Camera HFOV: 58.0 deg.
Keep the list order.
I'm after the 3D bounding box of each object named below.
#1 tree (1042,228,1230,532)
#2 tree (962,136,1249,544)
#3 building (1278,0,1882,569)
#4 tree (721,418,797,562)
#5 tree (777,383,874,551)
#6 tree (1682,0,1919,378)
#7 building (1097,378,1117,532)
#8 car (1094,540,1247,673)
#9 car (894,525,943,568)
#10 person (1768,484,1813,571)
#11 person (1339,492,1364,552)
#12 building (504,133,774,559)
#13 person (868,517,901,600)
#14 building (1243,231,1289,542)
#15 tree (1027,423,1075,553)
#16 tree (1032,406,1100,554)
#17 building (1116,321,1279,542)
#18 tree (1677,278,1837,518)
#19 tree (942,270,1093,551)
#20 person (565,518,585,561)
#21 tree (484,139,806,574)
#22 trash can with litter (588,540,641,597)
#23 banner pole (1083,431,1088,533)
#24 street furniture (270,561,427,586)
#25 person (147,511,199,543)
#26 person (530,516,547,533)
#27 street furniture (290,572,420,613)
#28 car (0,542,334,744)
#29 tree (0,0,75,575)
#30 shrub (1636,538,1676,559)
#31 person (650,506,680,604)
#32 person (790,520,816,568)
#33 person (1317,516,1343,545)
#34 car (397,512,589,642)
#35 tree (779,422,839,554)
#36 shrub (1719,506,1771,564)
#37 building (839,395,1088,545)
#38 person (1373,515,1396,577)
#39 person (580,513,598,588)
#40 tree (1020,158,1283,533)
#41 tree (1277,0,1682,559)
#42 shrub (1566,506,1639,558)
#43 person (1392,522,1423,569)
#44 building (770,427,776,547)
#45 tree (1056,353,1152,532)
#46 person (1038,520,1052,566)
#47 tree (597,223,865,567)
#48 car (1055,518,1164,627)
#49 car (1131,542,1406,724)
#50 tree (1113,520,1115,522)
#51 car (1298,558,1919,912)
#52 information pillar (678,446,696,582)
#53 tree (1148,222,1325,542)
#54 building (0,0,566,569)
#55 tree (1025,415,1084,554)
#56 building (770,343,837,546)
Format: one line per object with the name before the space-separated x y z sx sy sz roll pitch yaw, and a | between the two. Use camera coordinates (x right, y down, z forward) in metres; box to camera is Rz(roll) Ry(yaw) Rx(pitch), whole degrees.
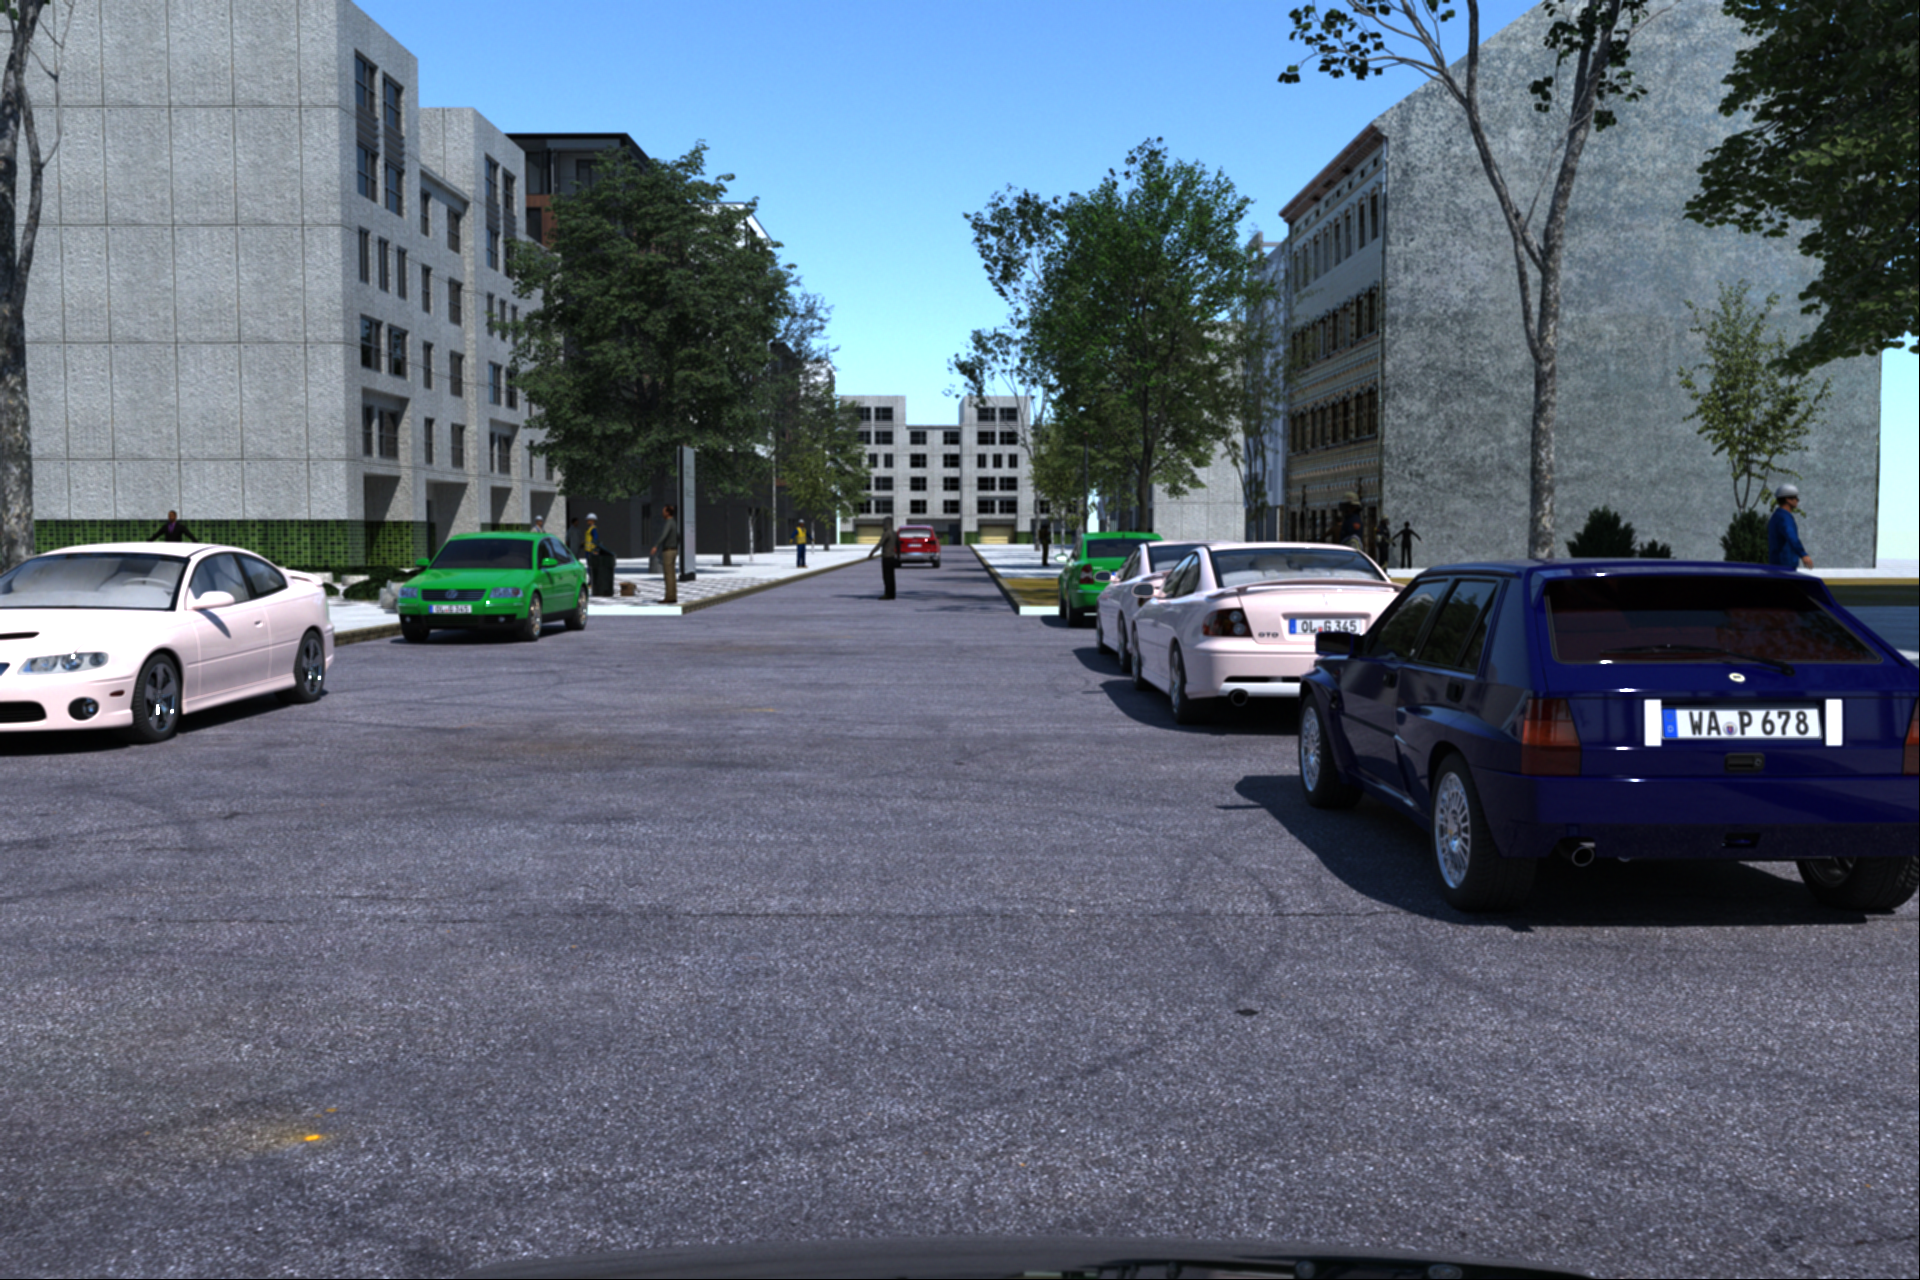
tree | 6.309 -8.857 62.932 7.486 12.596 7.792 0 3 0
tree | 6.852 -13.879 82.804 12.611 20.169 13.585 0 3 0
building | 24.764 -14.787 72.700 19.493 23.208 18.063 0 4 0
tree | -9.603 -7.898 79.490 4.360 8.622 3.978 0 3 0
tree | -10.358 -12.932 129.565 7.486 12.596 7.792 0 3 0
tree | 8.800 -5.802 12.988 7.486 12.596 7.792 0 3 0
building | 21.472 -21.334 205.238 16.016 20.090 11.380 0 3 0
car | 2.577 -0.422 19.269 2.083 1.381 4.827 0 4 0
car | -1.860 -3.994 73.975 2.281 1.827 5.304 0 3 0
person | 9.230 -0.822 19.328 0.705 1.842 1.347 1 4 13
person | 5.272 -1.082 23.554 0.704 1.845 1.351 0 4 7
building | -27.235 -15.966 105.020 27.936 21.610 32.646 0 4 1
person | -1.588 -1.787 37.809 0.705 1.813 1.348 2 4 26
building | 23.262 -15.475 109.435 16.016 20.090 11.380 0 3 0
tree | 6.263 -10.054 114.744 4.737 8.622 4.395 0 3 0
tree | 5.768 -8.859 95.207 4.737 8.622 4.395 0 3 0
building | 23.648 -17.497 152.539 16.747 18.905 31.486 0 4 0
tree | 22.534 -6.068 49.575 4.737 8.622 4.395 0 3 0
tree | 5.037 -16.546 126.416 12.611 20.169 13.585 0 3 0
person | -12.562 -3.086 56.649 0.705 1.806 1.347 1 4 21
tree | -9.812 -9.094 55.345 9.857 13.997 8.962 0 3 0
trash can with litter | -7.117 -1.485 35.667 1.055 1.170 0.624 0 4 -1
banner pole | 3.069 -3.188 42.134 0.401 3.779 0.863 0 4 -1
street furniture | -15.418 -1.771 44.587 10.072 0.657 5.734 -3 4 -37
person | -17.535 -1.979 38.582 1.346 1.802 0.704 0 4 -1
person | -12.984 -2.916 53.536 0.705 1.847 1.347 2 4 28
street furniture | -11.853 -0.964 31.387 5.734 0.657 10.072 -1 4 -14
car | -6.404 -0.060 13.350 2.083 1.381 4.827 0 3 0
tree | -13.364 -10.096 20.954 12.611 20.169 13.585 0 3 0
shrub | 14.755 -1.571 36.798 1.383 1.207 1.383 0 3 0
person | -5.401 -1.575 32.020 0.705 1.796 1.348 1 4 9
person | -6.018 -3.664 65.874 0.705 1.833 1.349 3 5 41
person | 11.119 -2.735 50.848 1.346 1.812 0.704 0 4 7
car | -6.506 -0.958 24.463 1.959 1.807 4.718 0 4 0
tree | -9.601 -9.896 112.163 4.737 8.622 4.395 0 3 0
shrub | 20.973 -2.535 45.874 1.690 2.028 1.600 0 3 0
building | 0.158 -21.930 227.465 31.486 18.905 16.747 0 4 -3
person | 12.500 -2.765 50.988 0.705 1.856 1.354 2 4 33
person | -8.844 -2.123 41.168 0.721 1.772 1.216 -2 4 -25
tree | 5.188 -7.484 48.125 9.928 11.665 9.643 0 3 0
tree | 8.697 -10.538 28.180 12.611 20.169 13.585 0 3 0
shrub | 15.794 -2.335 42.601 1.690 2.028 1.600 0 3 0
person | 16.410 -3.485 63.705 1.216 1.740 0.721 0 4 6
building | -26.418 -17.573 153.781 16.747 18.905 31.486 0 4 0
tree | 5.991 -7.371 70.872 4.737 8.622 4.395 0 3 0
person | 3.463 -3.906 69.628 0.705 1.858 1.354 0 4 -7
tree | -9.283 -9.659 68.302 12.009 13.543 11.850 0 3 0
car | 2.555 -1.183 28.134 1.959 1.807 4.718 0 4 0
car | 2.530 -0.126 14.426 2.083 1.381 4.827 0 4 -1
tree | 21.284 -16.624 222.156 4.360 8.622 3.978 0 3 0
car | 2.705 0.285 7.928 1.945 1.354 3.894 0 4 -1
information pillar | -7.419 -3.408 47.029 0.184 3.620 1.656 0 4 1
tree | 7.074 -5.503 40.331 4.360 8.622 3.978 0 3 0
building | -28.478 -12.581 72.154 16.747 18.905 31.486 0 3 0
tree | 6.122 -9.460 105.026 4.737 8.622 4.395 0 3 0
building | -29.264 -21.818 200.702 27.936 21.610 32.646 0 4 0
